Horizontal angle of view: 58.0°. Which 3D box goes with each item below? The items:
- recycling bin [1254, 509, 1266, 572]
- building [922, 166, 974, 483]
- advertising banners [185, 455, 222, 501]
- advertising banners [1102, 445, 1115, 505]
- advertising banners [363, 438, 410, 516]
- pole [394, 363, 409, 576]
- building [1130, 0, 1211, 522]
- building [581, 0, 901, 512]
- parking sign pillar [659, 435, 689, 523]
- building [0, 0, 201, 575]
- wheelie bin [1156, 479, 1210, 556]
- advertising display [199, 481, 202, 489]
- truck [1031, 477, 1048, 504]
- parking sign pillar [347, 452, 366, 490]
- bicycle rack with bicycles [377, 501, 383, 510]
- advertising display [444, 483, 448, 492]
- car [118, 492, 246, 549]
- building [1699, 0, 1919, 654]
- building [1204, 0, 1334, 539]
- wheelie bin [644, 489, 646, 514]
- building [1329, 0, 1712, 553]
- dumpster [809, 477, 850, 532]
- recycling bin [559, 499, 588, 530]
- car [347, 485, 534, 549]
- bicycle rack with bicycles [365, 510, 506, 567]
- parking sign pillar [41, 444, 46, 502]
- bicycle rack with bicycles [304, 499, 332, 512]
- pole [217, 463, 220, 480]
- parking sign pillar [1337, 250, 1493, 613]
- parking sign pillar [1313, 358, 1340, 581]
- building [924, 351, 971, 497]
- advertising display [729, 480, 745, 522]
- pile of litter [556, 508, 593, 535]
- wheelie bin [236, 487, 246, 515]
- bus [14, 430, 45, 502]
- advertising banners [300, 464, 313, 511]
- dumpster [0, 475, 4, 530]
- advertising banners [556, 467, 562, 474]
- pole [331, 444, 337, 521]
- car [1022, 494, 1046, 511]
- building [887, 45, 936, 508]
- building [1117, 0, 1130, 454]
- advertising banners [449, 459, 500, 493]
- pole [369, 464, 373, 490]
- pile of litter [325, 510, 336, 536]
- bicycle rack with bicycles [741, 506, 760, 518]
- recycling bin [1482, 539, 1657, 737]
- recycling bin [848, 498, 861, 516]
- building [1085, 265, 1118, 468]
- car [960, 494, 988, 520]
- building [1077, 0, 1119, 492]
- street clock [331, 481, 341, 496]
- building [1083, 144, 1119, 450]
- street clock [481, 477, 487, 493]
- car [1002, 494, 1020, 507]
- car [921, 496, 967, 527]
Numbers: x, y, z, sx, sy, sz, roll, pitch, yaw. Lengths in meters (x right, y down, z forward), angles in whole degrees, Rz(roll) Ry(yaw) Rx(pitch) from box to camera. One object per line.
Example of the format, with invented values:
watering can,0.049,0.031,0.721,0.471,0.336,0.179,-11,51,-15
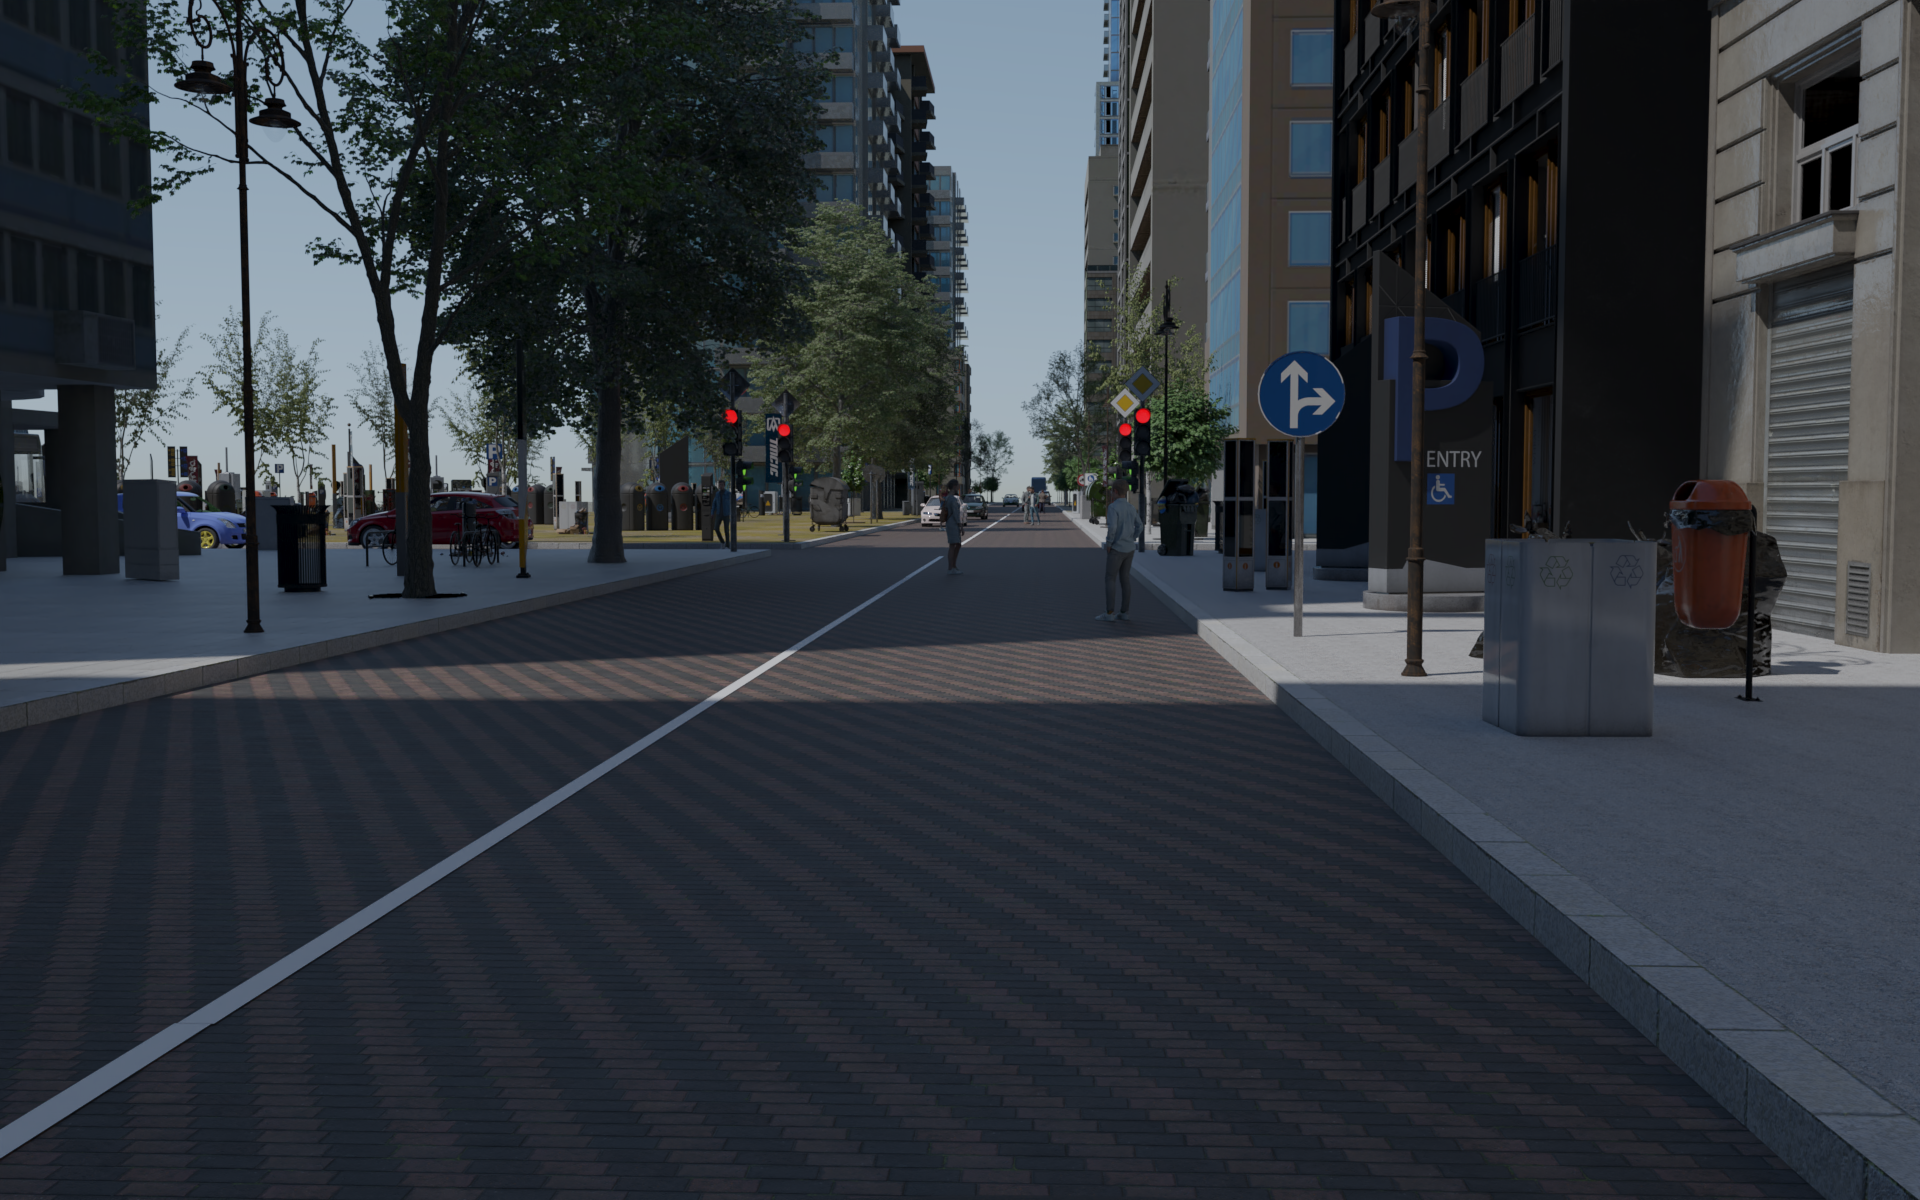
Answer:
recycling bin,4.930,-1.008,29.027,0.722,1.027,0.722,2,4,29
building,-10.137,-38.739,252.994,23.786,49.044,30.456,0,4,3
advertising banners,-33.985,-5.040,78.588,2.074,3.025,0.090,-1,4,-19
advertising banners,5.510,-4.052,62.430,0.090,3.025,2.074,2,4,28
advertising banners,-17.704,-3.515,53.665,0.090,3.025,2.074,3,4,38
pole,-8.726,-2.033,27.077,0.158,3.312,0.155,0,3,0
building,19.751,-28.335,86.986,21.300,48.544,21.600,0,4,3
building,-16.415,-31.676,137.506,23.786,49.044,30.456,0,4,3
parking sign pillar,-12.891,-5.480,78.075,1.447,3.967,1.447,-1,4,-13
building,-25.057,-20.166,21.600,23.993,40.220,32.217,0,4,3
wheelie bin,4.552,-1.718,35.995,0.980,1.594,0.693,-3,5,-43
advertising display,-36.556,-4.746,82.808,0.123,1.923,0.974,0,4,7
truck,12.318,-16.979,267.361,2.967,4.110,18.799,0,4,1
parking sign pillar,-38.464,-7.458,110.410,1.447,3.967,1.447,1,4,15
bicycle rack with bicycles,-30.759,-4.777,91.482,2.852,0.926,2.925,-2,4,-29
advertising display,-30.225,-5.844,100.767,0.974,1.923,0.123,1,4,10
car,-19.900,-2.111,44.109,3.694,1.707,1.945,0,4,3
building,14.201,-10.368,2.798,16.112,22.955,30.059,0,4,3
building,15.550,-24.735,54.526,14.200,45.320,14.600,0,4,3
wheelie bin,-20.487,-6.436,113.138,0.980,1.594,0.693,2,4,31
building,13.226,-12.028,26.330,12.332,23.373,15.834,0,4,3
dumpster,-4.467,-3.262,59.089,1.264,1.857,1.865,0,4,3
recycling bin,-12.969,-2.790,58.179,0.722,1.027,0.722,1,4,18
car,-12.754,-2.042,42.431,4.494,1.783,2.155,0,4,4
bicycle rack with bicycles,-9.427,-1.118,31.659,2.852,0.926,2.925,0,4,5
parking sign pillar,-35.044,-4.811,67.132,1.447,3.967,1.447,2,4,35
bicycle rack with bicycles,-42.919,-6.337,116.999,2.852,0.926,2.925,-2,4,-24
pole,-47.974,-7.238,112.182,0.158,3.312,0.155,0,3,0
parking sign pillar,5.263,-1.887,19.329,1.447,3.967,1.447,-1,4,-16
parking sign pillar,6.038,-2.290,25.919,1.447,3.967,1.447,2,4,27
building,-12.920,-23.197,224.310,27.650,21.520,28.899,0,4,3
advertising display,-10.312,-4.580,80.091,0.974,1.923,0.123,3,5,41
pile of litter,-12.359,-2.539,55.475,1.176,0.858,1.719,-1,4,-15
wheelie bin,-32.075,-4.275,77.805,0.980,1.594,0.693,2,4,27
bus,-29.195,-2.975,43.495,13.247,3.499,2.948,0,4,2
advertising banners,-37.680,-6.344,99.910,0.090,3.025,2.074,0,4,0
dumpster,-6.847,-0.463,10.066,1.502,2.255,1.985,0,4,3
advertising banners,-25.953,-6.935,109.579,0.090,3.025,2.074,3,4,37
pole,-25.646,-4.719,70.993,0.158,3.312,0.155,0,3,0
car,6.141,-8.350,145.566,2.155,1.783,4.494,0,4,4
building,-13.808,-31.383,167.731,22.147,44.769,28.867,0,4,3
building,25.109,-45.481,181.872,20.563,71.187,20.611,0,4,3
advertising banners,-18.659,-4.306,66.597,2.074,3.025,0.090,-1,4,-15
pole,-40.274,-7.619,118.409,0.158,3.312,0.155,0,3,0
pile of litter,-19.996,-2.430,53.692,1.176,0.858,1.719,-2,4,-24
bicycle rack with bicycles,-12.270,-4.906,93.600,2.925,0.926,2.852,0,3,0
recycling bin,3.318,0.188,9.474,0.722,1.027,0.722,0,4,1
recycling bin,-6.318,-5.484,102.213,0.722,1.027,0.722,-2,4,-24
building,22.793,-27.331,218.557,14.160,30.474,14.107,0,4,3
car,0.639,-5.385,97.827,2.009,1.686,4.222,0,4,4
building,29.271,-58.027,261.406,22.319,86.520,31.000,0,4,3
street clock,-33.969,-5.487,94.288,0.471,2.002,0.358,-3,5,-44
building,27.777,-37.426,235.611,21.300,48.544,21.600,0,4,3
street clock,-20.370,-4.284,74.610,0.471,2.002,0.358,2,4,27
car,5.762,-11.242,195.600,2.131,1.459,4.920,0,4,2
car,-0.676,-3.967,77.214,2.083,1.381,4.827,0,4,3
